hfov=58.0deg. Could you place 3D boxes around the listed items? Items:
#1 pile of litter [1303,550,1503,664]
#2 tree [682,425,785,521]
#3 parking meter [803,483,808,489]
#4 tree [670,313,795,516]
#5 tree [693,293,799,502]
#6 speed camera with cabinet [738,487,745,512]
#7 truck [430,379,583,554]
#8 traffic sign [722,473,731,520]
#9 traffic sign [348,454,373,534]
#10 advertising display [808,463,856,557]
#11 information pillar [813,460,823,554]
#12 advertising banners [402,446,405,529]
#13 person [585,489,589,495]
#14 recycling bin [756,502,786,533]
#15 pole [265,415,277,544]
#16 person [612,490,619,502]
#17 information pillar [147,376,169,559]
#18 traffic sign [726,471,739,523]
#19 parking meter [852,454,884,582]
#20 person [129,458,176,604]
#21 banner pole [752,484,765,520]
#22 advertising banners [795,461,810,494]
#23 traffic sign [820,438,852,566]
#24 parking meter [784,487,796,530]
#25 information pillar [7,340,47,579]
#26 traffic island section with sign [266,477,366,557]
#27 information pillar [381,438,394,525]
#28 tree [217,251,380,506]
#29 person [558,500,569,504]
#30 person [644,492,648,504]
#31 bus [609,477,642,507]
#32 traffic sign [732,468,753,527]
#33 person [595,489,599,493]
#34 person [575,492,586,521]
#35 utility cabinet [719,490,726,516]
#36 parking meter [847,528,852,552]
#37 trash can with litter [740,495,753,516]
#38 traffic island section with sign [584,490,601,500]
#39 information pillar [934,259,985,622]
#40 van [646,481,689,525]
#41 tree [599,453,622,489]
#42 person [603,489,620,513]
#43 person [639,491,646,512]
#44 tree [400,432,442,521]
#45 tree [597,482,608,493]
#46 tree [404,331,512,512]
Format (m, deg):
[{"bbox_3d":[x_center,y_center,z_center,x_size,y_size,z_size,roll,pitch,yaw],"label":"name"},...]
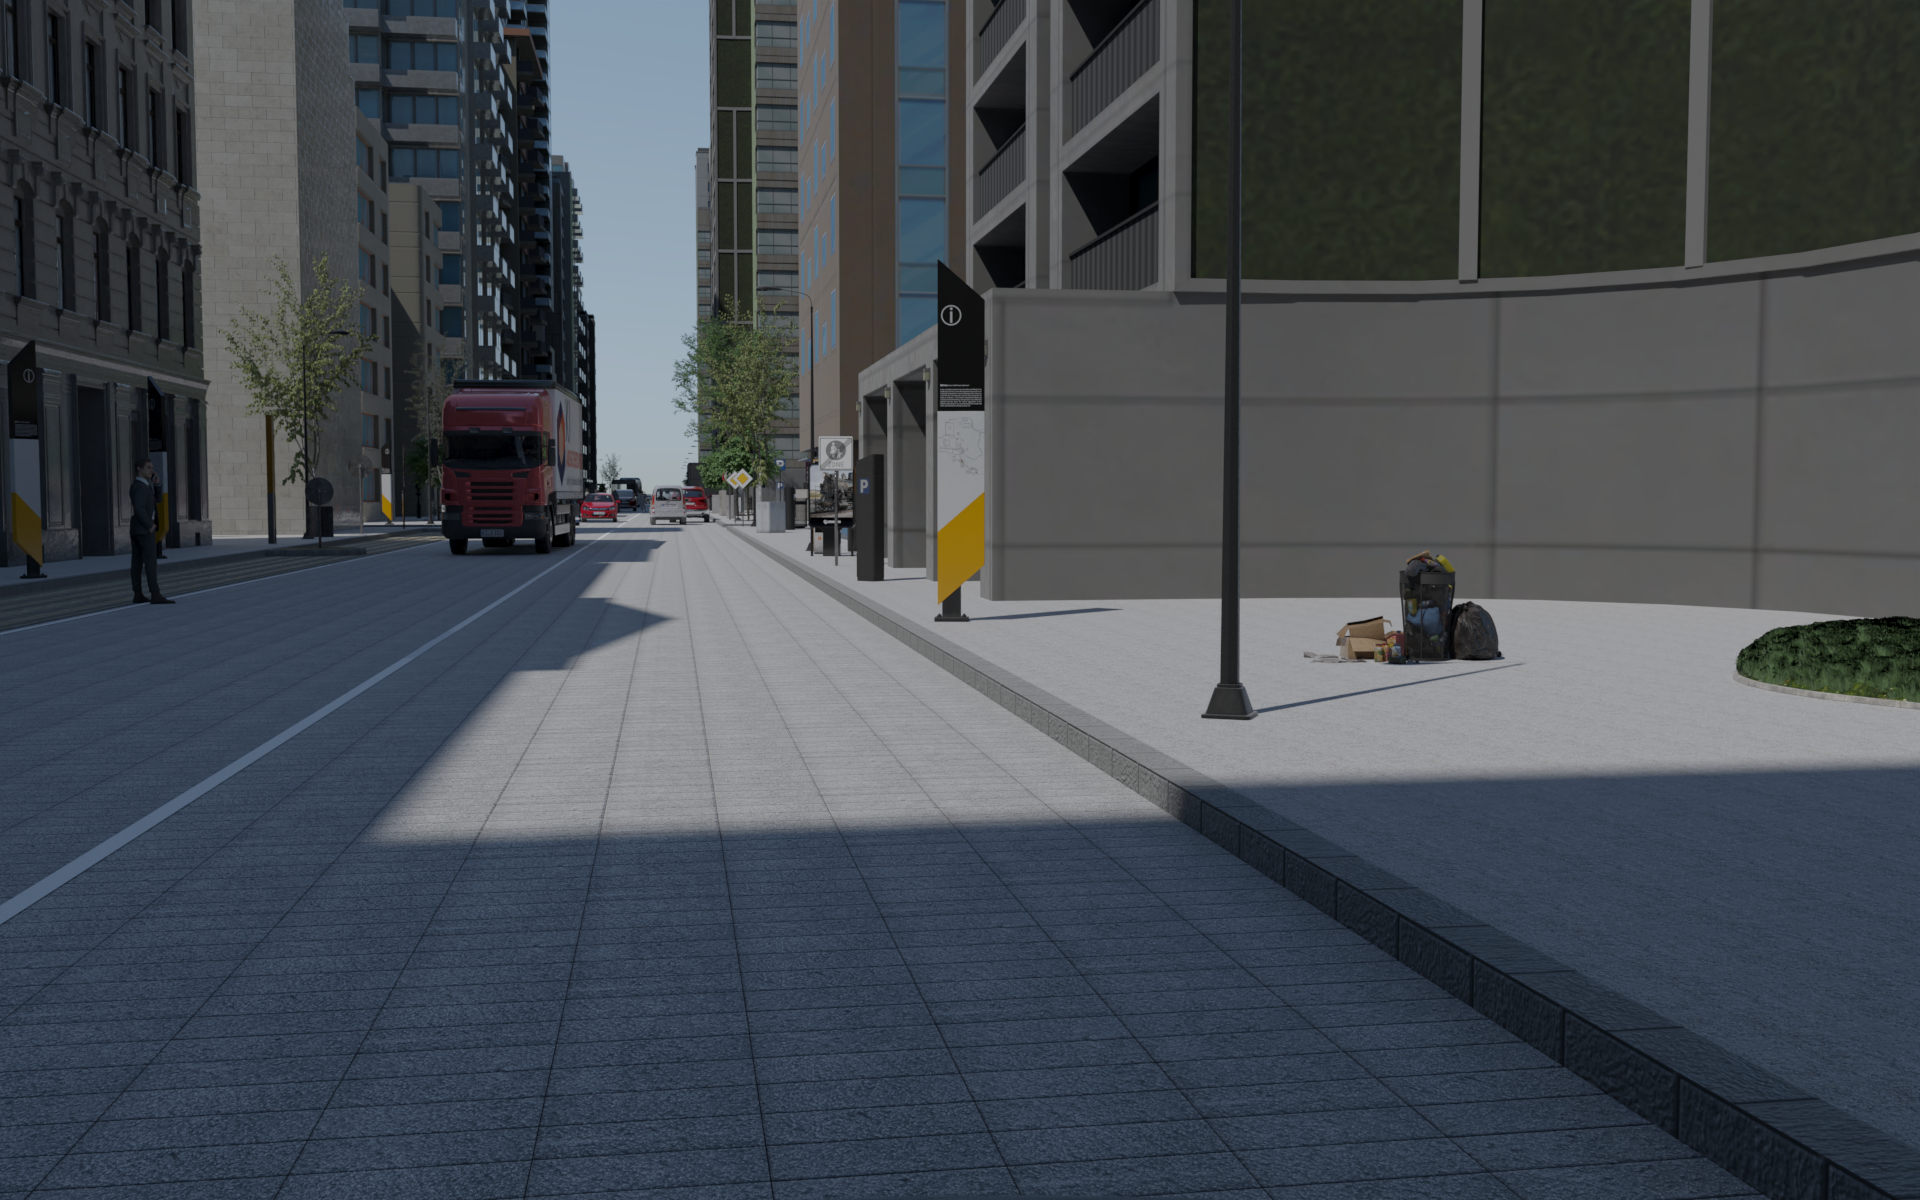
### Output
[{"bbox_3d":[3.489,0.023,13.594,1.719,0.858,1.176,0,4,-3],"label":"pile of litter"},{"bbox_3d":[-10.116,-6.026,82.239,4.285,4.588,4.351,0,3,0],"label":"tree"},{"bbox_3d":[-7.834,-5.033,87.997,0.255,1.863,0.399,0,4,-8],"label":"parking meter"},{"bbox_3d":[-13.152,-10.676,100.313,9.928,11.665,9.643,0,3,0],"label":"tree"},{"bbox_3d":[-7.442,-6.861,62.541,4.737,8.622,4.395,0,3,0],"label":"tree"},{"bbox_3d":[-15.439,-7.766,121.308,0.660,3.252,2.038,0,4,-4],"label":"speed camera with cabinet"},{"bbox_3d":[-11.463,-3.419,44.810,2.839,4.237,11.283,0,4,-8],"label":"truck"},{"bbox_3d":[-11.424,-5.252,85.981,0.768,2.556,0.104,0,4,-5],"label":"traffic sign"},{"bbox_3d":[-19.247,-3.397,55.641,0.768,2.556,0.104,0,4,-8],"label":"traffic sign"},{"bbox_3d":[-2.637,-1.859,35.615,0.974,1.923,0.123,1,4,9],"label":"advertising display"},{"bbox_3d":[-2.930,-1.988,37.001,0.304,2.012,0.304,2,4,24],"label":"information pillar"},{"bbox_3d":[-20.364,-4.109,63.369,0.090,3.025,2.074,-1,4,-20],"label":"advertising banners"},{"bbox_3d":[-25.193,-6.645,117.330,0.511,1.800,0.466,1,4,18],"label":"person"},{"bbox_3d":[-6.255,-2.737,57.297,0.722,1.027,0.722,-3,5,-43],"label":"recycling bin"},{"bbox_3d":[-17.754,-3.106,44.629,0.158,3.312,0.155,0,3,0],"label":"pole"},{"bbox_3d":[-27.633,-7.938,138.689,0.661,1.777,0.834,-1,4,-14],"label":"person"},{"bbox_3d":[-15.851,-2.622,34.228,0.504,3.616,0.183,2,4,35],"label":"information pillar"},{"bbox_3d":[-9.824,-4.409,75.725,0.795,2.450,0.064,-1,4,-9],"label":"traffic sign"},{"bbox_3d":[-1.327,-1.211,25.503,0.399,1.863,0.255,3,5,44],"label":"parking meter"},{"bbox_3d":[-10.628,-0.908,22.709,0.474,1.900,0.648,-3,4,-38],"label":"person"},{"bbox_3d":[-9.915,-5.833,85.379,0.863,3.779,0.401,-3,5,-43],"label":"banner pole"},{"bbox_3d":[-8.483,-5.849,91.811,0.090,3.025,2.074,2,4,33],"label":"advertising banners"},{"bbox_3d":[-2.207,-1.758,30.866,0.606,2.300,0.079,0,4,-1],"label":"traffic sign"},{"bbox_3d":[-6.070,-3.262,61.750,0.372,1.533,0.369,0,3,0],"label":"parking meter"},{"bbox_3d":[-14.125,-2.130,26.178,0.183,3.616,0.504,1,4,16],"label":"information pillar"},{"bbox_3d":[-15.022,-1.951,40.530,1.989,1.847,2.006,-1,4,-9],"label":"traffic island section with sign"},{"bbox_3d":[-24.073,-4.979,72.768,0.504,3.616,0.183,2,4,24],"label":"information pillar"},{"bbox_3d":[-19.622,-6.203,51.775,4.737,8.622,4.395,0,3,0],"label":"tree"},{"bbox_3d":[-17.856,-4.218,77.633,0.590,1.801,0.661,3,5,42],"label":"person"},{"bbox_3d":[-44.436,-14.385,244.244,0.990,1.755,0.434,1,4,16],"label":"person"},{"bbox_3d":[-35.945,-11.748,186.933,2.948,3.499,13.247,0,4,-8],"label":"bus"},{"bbox_3d":[-8.508,-3.927,67.848,0.795,2.450,0.064,-1,4,-9],"label":"traffic sign"},{"bbox_3d":[-21.753,-5.805,104.248,0.643,1.720,0.563,1,4,14],"label":"person"},{"bbox_3d":[-19.978,-5.083,91.392,0.659,1.850,0.755,-1,4,-19],"label":"person"},{"bbox_3d":[-13.981,-5.706,101.964,0.318,1.500,1.173,-1,4,-14],"label":"utility cabinet"},{"bbox_3d":[-2.367,-2.010,38.570,0.255,1.863,0.399,-1,4,-10],"label":"parking meter"},{"bbox_3d":[-12.761,-5.693,104.146,1.678,1.210,2.233,-3,4,-39],"label":"trash can with litter"},{"bbox_3d":[-37.067,-10.025,172.539,1.989,1.847,2.006,-1,4,-9],"label":"traffic island section with sign"},{"bbox_3d":[-0.002,-1.589,17.340,0.504,3.616,0.183,0,4,3],"label":"information pillar"},{"bbox_3d":[-13.749,-4.553,81.453,2.013,2.044,4.112,-1,4,-11],"label":"van"},{"bbox_3d":[-61.096,-21.577,303.143,4.737,8.622,4.395,0,3,0],"label":"tree"},{"bbox_3d":[-26.612,-7.533,131.883,1.509,1.804,0.699,-2,4,-25],"label":"person"},{"bbox_3d":[-24.781,-7.692,135.269,0.512,1.701,0.522,0,4,-6],"label":"person"},{"bbox_3d":[-25.494,-6.159,84.416,4.285,4.588,4.351,0,3,0],"label":"tree"},{"bbox_3d":[-56.122,-16.985,272.312,1.663,3.219,1.824,0,3,0],"label":"tree"},{"bbox_3d":[-23.557,-7.891,79.378,4.360,8.622,3.978,0,3,0],"label":"tree"}]
